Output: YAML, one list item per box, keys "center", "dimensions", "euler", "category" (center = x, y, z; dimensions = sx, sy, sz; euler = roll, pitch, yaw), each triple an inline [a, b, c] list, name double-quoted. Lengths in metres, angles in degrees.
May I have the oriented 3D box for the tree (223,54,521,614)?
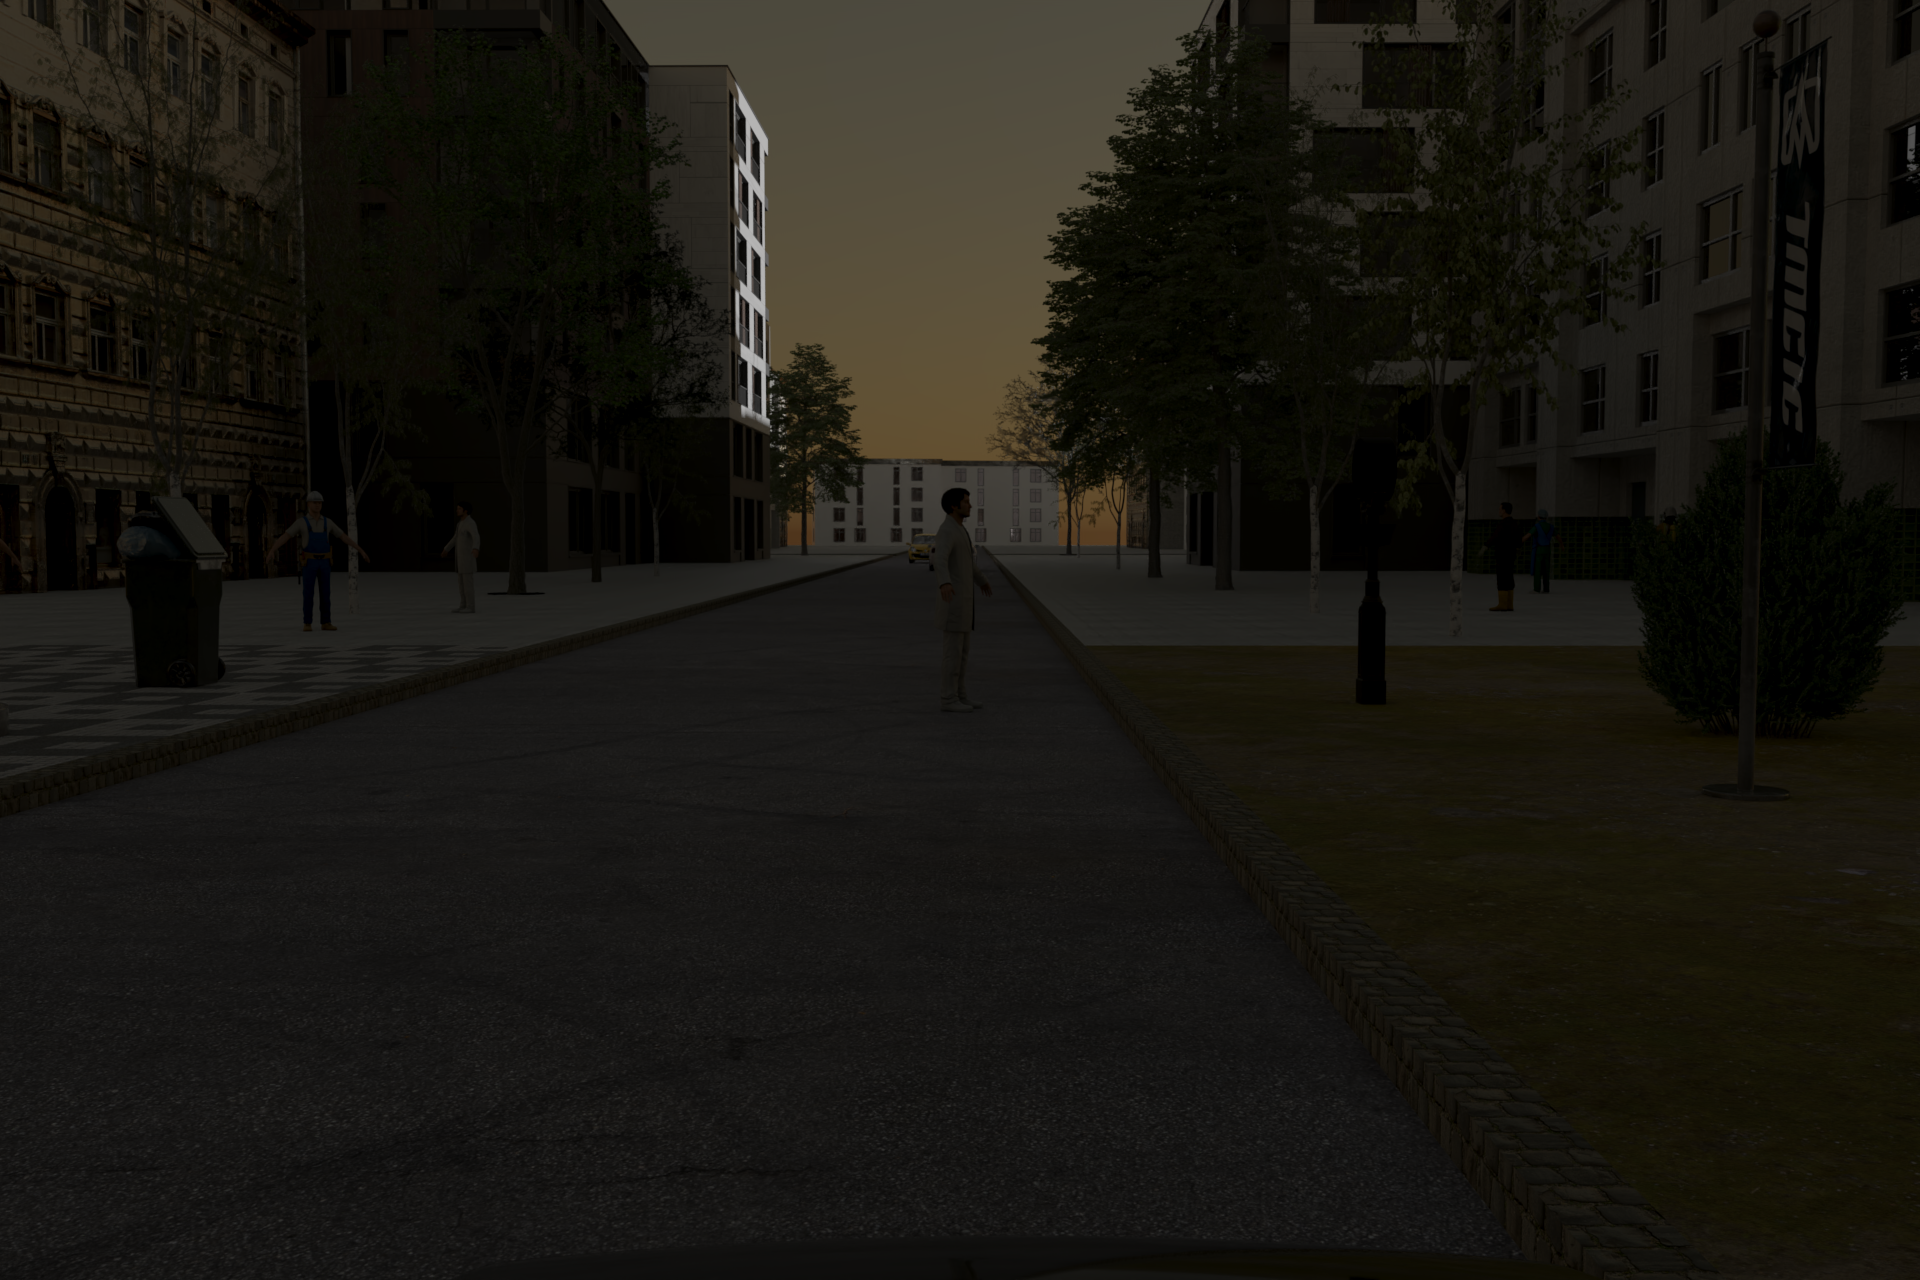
- center: [-9.923, -4.721, 27.559]
  dimensions: [4.360, 8.622, 3.978]
  euler: [0, 3, 0]
  category: "tree"

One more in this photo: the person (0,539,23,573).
- center: [-9.449, -0.577, 16.233]
  dimensions: [1.217, 1.733, 0.721]
  euler: [-3, 5, -40]
  category: "person"

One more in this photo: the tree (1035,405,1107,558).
- center: [6.459, -8.734, 93.157]
  dimensions: [4.360, 8.622, 3.978]
  euler: [0, 3, 0]
  category: "tree"

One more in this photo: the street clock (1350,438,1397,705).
- center: [3.109, -0.519, 13.050]
  dimensions: [0.358, 2.002, 0.471]
  euler: [0, 4, -1]
  category: "street clock"

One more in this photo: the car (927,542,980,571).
- center: [-0.262, -3.437, 68.558]
  dimensions: [2.083, 1.381, 4.827]
  euler: [0, 4, 1]
  category: "car"

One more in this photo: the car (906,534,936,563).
- center: [-1.649, -4.629, 85.906]
  dimensions: [2.015, 1.641, 3.980]
  euler: [0, 4, 1]
  category: "car"

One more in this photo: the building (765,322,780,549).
- center: [-24.496, -16.688, 139.301]
  dimensions: [16.747, 18.905, 31.486]
  euler: [0, 4, 0]
  category: "building"

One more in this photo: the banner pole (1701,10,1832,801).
- center: [3.851, -1.110, 8.159]
  dimensions: [0.401, 3.779, 0.863]
  euler: [0, 4, 1]
  category: "banner pole"

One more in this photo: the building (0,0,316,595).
- center: [-29.145, -12.985, 43.235]
  dimensions: [19.493, 23.208, 18.063]
  euler: [0, 4, 1]
  category: "building"

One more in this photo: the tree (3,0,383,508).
- center: [-9.953, -4.336, 21.257]
  dimensions: [4.360, 8.622, 3.978]
  euler: [0, 3, 0]
  category: "tree"

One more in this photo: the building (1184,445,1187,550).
- center: [22.638, -11.347, 127.673]
  dimensions: [9.099, 9.664, 28.070]
  euler: [0, 4, 0]
  category: "building"

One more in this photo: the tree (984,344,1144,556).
- center: [6.580, -11.794, 103.194]
  dimensions: [12.009, 13.543, 11.850]
  euler: [0, 3, 0]
  category: "tree"

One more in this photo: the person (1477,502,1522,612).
- center: [9.033, -1.385, 28.783]
  dimensions: [1.346, 1.812, 0.704]
  euler: [-3, 5, -45]
  category: "person"

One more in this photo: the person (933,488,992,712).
- center: [-0.003, -0.332, 14.080]
  dimensions: [0.705, 1.806, 1.347]
  euler: [1, 4, 15]
  category: "person"

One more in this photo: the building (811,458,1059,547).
- center: [-2.672, -15.275, 194.350]
  dimensions: [28.070, 9.664, 9.099]
  euler: [-1, 4, -8]
  category: "building"

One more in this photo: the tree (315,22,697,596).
- center: [-9.365, -6.750, 36.117]
  dimensions: [9.928, 11.665, 9.643]
  euler: [0, 3, 0]
  category: "tree"

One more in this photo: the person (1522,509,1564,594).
- center: [12.504, -1.907, 37.300]
  dimensions: [1.347, 1.817, 0.704]
  euler: [-1, 4, -20]
  category: "person"

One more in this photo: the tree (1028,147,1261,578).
- center: [5.467, -8.098, 50.531]
  dimensions: [7.486, 12.596, 7.792]
  euler: [0, 3, 0]
  category: "tree"

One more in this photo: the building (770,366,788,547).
- center: [-26.783, -20.462, 165.489]
  dimensions: [19.493, 23.208, 18.063]
  euler: [0, 4, 0]
  category: "building"

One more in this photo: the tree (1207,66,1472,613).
- center: [5.758, -4.757, 28.141]
  dimensions: [4.360, 8.622, 3.978]
  euler: [0, 3, 0]
  category: "tree"

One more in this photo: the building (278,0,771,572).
- center: [-24.077, -14.063, 73.908]
  dimensions: [27.936, 21.610, 32.646]
  euler: [0, 4, 1]
  category: "building"

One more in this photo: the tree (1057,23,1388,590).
- center: [5.679, -7.431, 39.628]
  dimensions: [7.486, 12.596, 7.792]
  euler: [0, 3, 0]
  category: "tree"

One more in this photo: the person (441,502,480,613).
- center: [-8.076, -1.345, 28.175]
  dimensions: [0.705, 1.806, 1.347]
  euler: [-3, 4, -38]
  category: "person"

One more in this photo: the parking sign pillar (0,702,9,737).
- center: [-6.764, -1.360, 10.708]
  dimensions: [1.447, 3.967, 1.447]
  euler: [0, 4, 0]
  category: "parking sign pillar"

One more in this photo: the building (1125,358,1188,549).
- center: [25.121, -19.818, 154.945]
  dimensions: [19.493, 23.208, 18.063]
  euler: [0, 3, 0]
  category: "building"

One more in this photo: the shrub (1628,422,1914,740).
- center: [5.134, -0.429, 11.061]
  dimensions: [1.661, 2.075, 1.752]
  euler: [0, 3, 0]
  category: "shrub"

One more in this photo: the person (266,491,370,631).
- center: [-8.516, -1.044, 22.931]
  dimensions: [1.347, 1.847, 0.705]
  euler: [-3, 4, -39]
  category: "person"

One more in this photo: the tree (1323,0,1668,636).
- center: [6.415, -4.362, 21.674]
  dimensions: [4.737, 8.622, 4.395]
  euler: [0, 3, 0]
  category: "tree"

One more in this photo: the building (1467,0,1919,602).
- center: [24.943, -10.646, 40.521]
  dimensions: [16.747, 18.905, 31.486]
  euler: [0, 4, 0]
  category: "building"

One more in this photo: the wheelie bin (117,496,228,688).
- center: [-6.671, -0.413, 14.655]
  dimensions: [0.693, 1.594, 0.980]
  euler: [0, 3, 0]
  category: "wheelie bin"

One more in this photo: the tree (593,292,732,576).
- center: [-9.266, -6.243, 52.433]
  dimensions: [4.360, 8.622, 3.978]
  euler: [0, 3, 0]
  category: "tree"

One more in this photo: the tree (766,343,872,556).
- center: [-9.098, -11.288, 102.691]
  dimensions: [7.486, 12.596, 7.792]
  euler: [0, 3, 0]
  category: "tree"

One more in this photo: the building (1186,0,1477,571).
- center: [23.559, -14.154, 75.390]
  dimensions: [27.936, 21.610, 32.646]
  euler: [0, 3, 0]
  category: "building"

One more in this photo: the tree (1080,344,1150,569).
- center: [5.666, -6.867, 62.632]
  dimensions: [4.360, 8.622, 3.978]
  euler: [0, 3, 0]
  category: "tree"

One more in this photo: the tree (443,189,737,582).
- center: [-9.742, -6.795, 45.510]
  dimensions: [8.767, 10.594, 7.601]
  euler: [0, 4, 5]
  category: "tree"

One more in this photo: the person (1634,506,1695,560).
- center: [14.624, -1.833, 35.733]
  dimensions: [1.354, 1.858, 0.705]
  euler: [0, 4, 7]
  category: "person"
